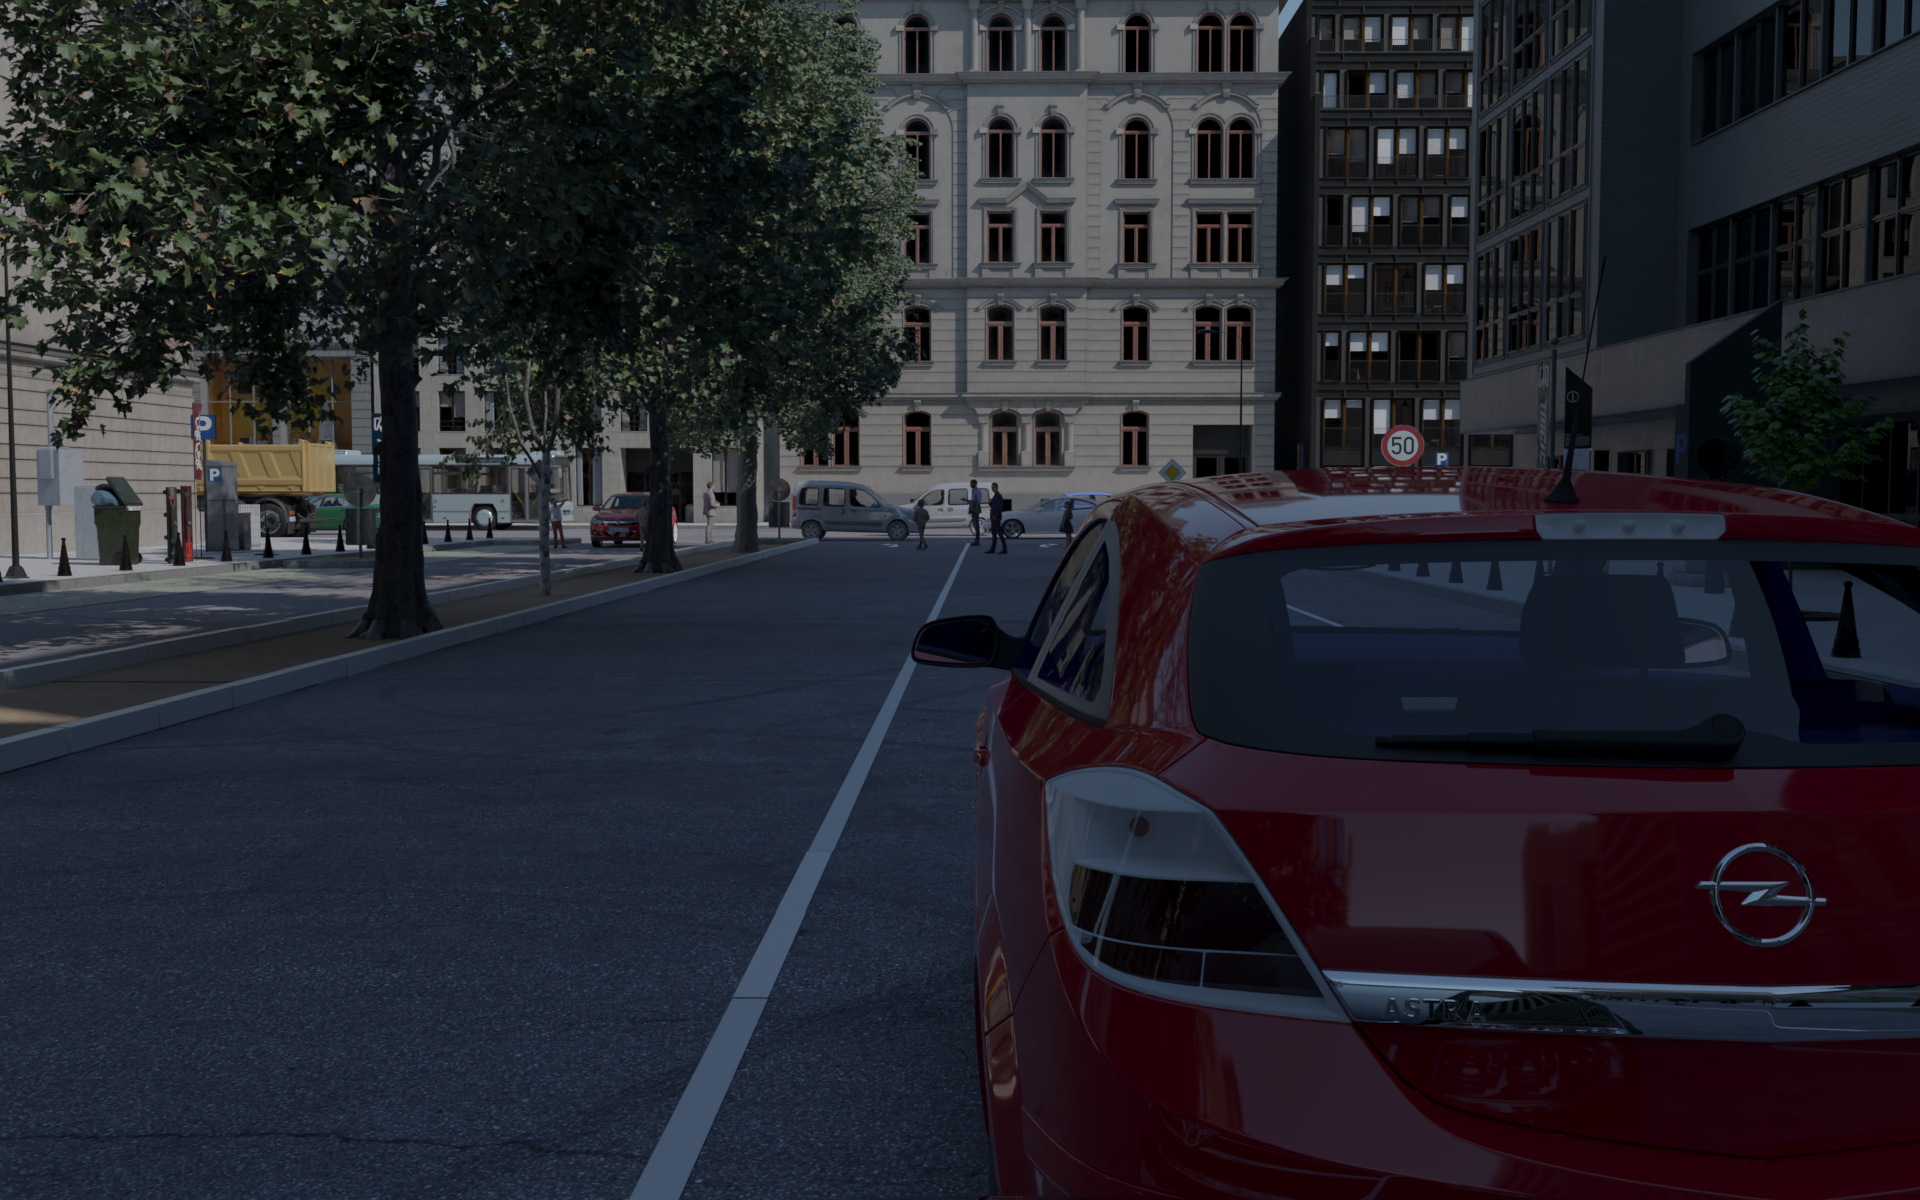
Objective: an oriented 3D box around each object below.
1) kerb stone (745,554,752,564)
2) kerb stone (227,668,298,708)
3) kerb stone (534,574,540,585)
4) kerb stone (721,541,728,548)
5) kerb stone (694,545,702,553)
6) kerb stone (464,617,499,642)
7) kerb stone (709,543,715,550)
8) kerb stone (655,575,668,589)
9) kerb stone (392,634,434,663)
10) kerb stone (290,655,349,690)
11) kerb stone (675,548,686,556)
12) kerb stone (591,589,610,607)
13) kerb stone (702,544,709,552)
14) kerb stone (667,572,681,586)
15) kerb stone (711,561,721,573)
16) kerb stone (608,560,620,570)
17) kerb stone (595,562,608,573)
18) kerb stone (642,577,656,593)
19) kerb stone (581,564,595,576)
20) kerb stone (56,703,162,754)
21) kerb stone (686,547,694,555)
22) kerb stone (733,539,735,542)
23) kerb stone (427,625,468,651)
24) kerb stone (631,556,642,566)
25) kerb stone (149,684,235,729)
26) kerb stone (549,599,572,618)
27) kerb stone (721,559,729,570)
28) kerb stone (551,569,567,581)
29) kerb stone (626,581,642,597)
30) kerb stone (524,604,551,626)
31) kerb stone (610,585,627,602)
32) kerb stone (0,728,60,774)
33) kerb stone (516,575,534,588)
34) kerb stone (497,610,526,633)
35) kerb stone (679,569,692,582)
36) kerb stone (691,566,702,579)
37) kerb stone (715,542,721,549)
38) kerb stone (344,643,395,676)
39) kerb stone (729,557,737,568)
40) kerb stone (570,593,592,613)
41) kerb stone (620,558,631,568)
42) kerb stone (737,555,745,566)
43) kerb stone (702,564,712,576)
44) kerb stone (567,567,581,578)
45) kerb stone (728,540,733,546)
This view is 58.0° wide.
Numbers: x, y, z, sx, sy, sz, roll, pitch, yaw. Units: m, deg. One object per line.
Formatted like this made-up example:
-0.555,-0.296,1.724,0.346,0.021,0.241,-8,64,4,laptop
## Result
-4.468,-0.819,35.676,0.120,0.150,1.000,0,4,1,kerb stone
-4.896,0.619,12.078,0.120,0.150,1.000,0,4,1,kerb stone
-6.715,-0.324,27.498,0.120,0.150,1.000,0,4,1,kerb stone
-6.375,-1.455,45.990,0.120,0.150,1.000,0,4,1,kerb stone
-6.449,-1.203,41.875,0.120,0.150,1.000,0,4,1,kerb stone
-4.811,0.305,17.202,0.120,0.150,1.000,0,4,1,kerb stone
-6.414,-1.328,43.937,0.120,0.150,1.000,0,4,1,kerb stone
-4.644,-0.259,26.439,0.120,0.150,1.000,0,4,1,kerb stone
-4.844,0.431,15.151,0.120,0.150,1.000,0,4,1,kerb stone
-4.890,0.556,13.103,0.120,0.150,1.000,0,4,1,kerb stone
-6.499,-1.078,39.816,0.120,0.150,1.000,0,4,1,kerb stone
-4.715,-0.008,22.334,0.120,0.150,1.000,0,4,1,kerb stone
-6.431,-1.266,42.900,0.120,0.150,1.000,0,4,1,kerb stone
-4.619,-0.322,27.463,0.120,0.150,1.000,0,4,1,kerb stone
-4.543,-0.573,31.569,0.120,0.150,1.000,0,4,1,kerb stone
-6.621,-0.638,32.634,0.120,0.150,1.000,0,4,1,kerb stone
-6.642,-0.573,31.601,0.120,0.150,1.000,0,4,1,kerb stone
-4.651,-0.197,25.414,0.120,0.150,1.000,0,4,1,kerb stone
-6.657,-0.509,30.576,0.120,0.150,1.000,0,4,1,kerb stone
-4.939,0.744,10.028,0.120,0.150,1.000,0,4,1,kerb stone
-6.472,-1.141,40.843,0.120,0.150,1.000,0,4,1,kerb stone
-6.337,-1.579,48.039,0.120,0.150,1.000,0,4,1,kerb stone
-4.835,0.368,16.176,0.120,0.150,1.000,0,4,1,kerb stone
-6.583,-0.760,34.693,0.120,0.150,1.000,0,4,1,kerb stone
-4.924,0.681,11.054,0.120,0.150,1.000,0,4,1,kerb stone
-4.758,0.117,20.281,0.120,0.150,1.000,0,4,1,kerb stone
-4.534,-0.637,32.603,0.120,0.150,1.000,0,4,1,kerb stone
-6.704,-0.384,28.522,0.120,0.150,1.000,0,4,1,kerb stone
-4.676,-0.134,24.384,0.120,0.150,1.000,0,4,1,kerb stone
-4.768,0.180,19.255,0.120,0.150,1.000,0,4,1,kerb stone
-4.697,-0.071,23.359,0.120,0.150,1.000,0,4,1,kerb stone
-4.964,0.808,8.992,0.120,0.150,1.000,0,4,1,kerb stone
-6.738,-0.261,26.467,0.120,0.150,1.000,0,4,1,kerb stone
-4.789,0.243,18.227,0.120,0.150,1.000,0,4,1,kerb stone
-4.596,-0.385,28.488,0.120,0.150,1.000,0,4,1,kerb stone
-4.579,-0.448,29.521,0.120,0.150,1.000,0,4,1,kerb stone
-6.398,-1.392,44.961,0.120,0.150,1.000,0,4,1,kerb stone
-4.863,0.493,14.127,0.120,0.150,1.000,0,4,1,kerb stone
-4.511,-0.698,33.627,0.120,0.150,1.000,0,4,1,kerb stone
-4.731,0.054,21.305,0.120,0.150,1.000,0,4,1,kerb stone
-6.605,-0.702,33.668,0.120,0.150,1.000,0,4,1,kerb stone
-4.480,-0.762,34.651,0.120,0.150,1.000,0,4,1,kerb stone
-4.562,-0.510,30.545,0.120,0.150,1.000,0,4,1,kerb stone
-6.687,-0.450,29.551,0.120,0.150,1.000,0,4,1,kerb stone
-6.355,-1.517,47.015,0.120,0.150,1.000,0,4,1,kerb stone
